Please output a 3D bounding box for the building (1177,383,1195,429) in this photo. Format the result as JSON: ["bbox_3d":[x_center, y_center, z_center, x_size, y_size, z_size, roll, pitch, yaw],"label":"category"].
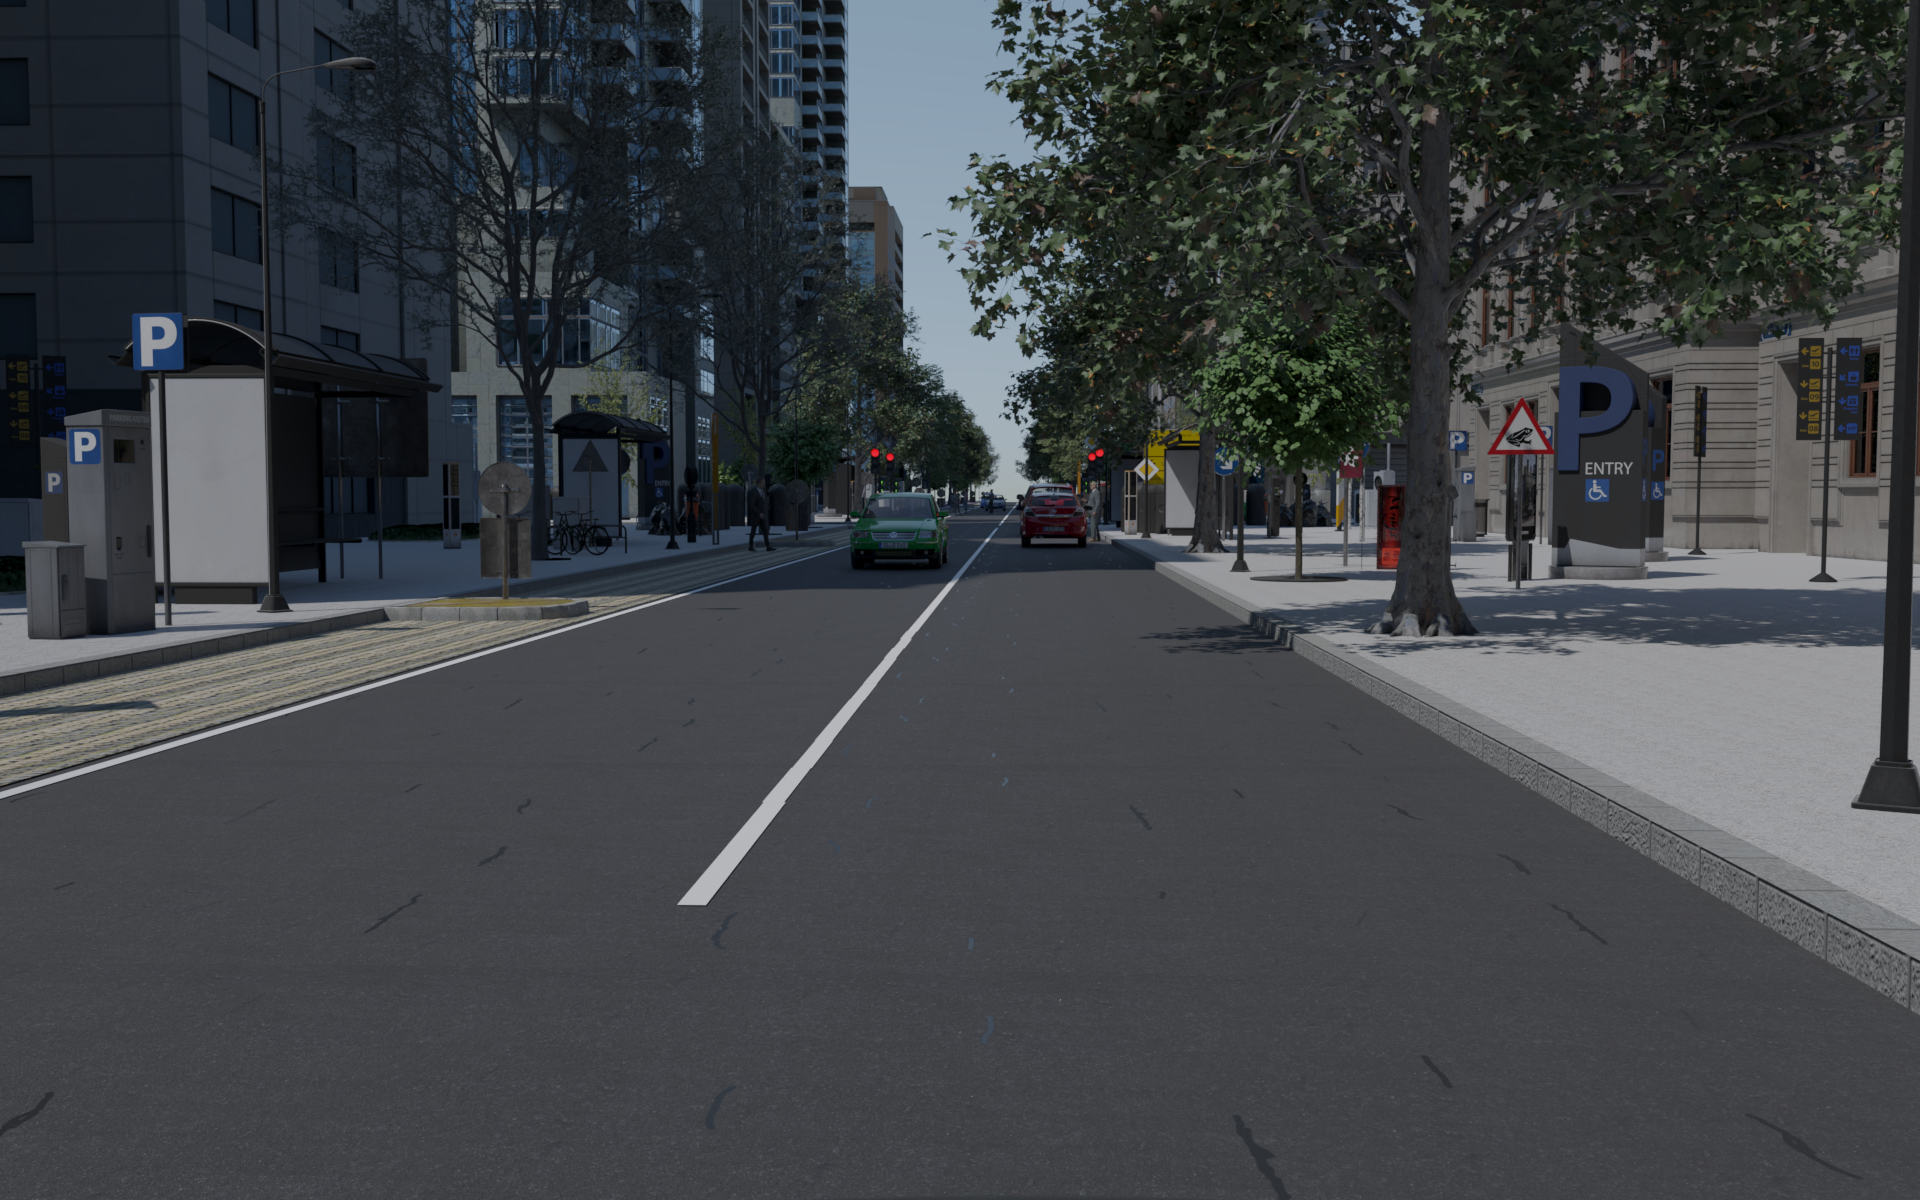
[{"bbox_3d":[28.074,-24.303,169.056,14.160,30.474,14.107,0,4,2],"label":"building"}]

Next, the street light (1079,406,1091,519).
[{"bbox_3d":[5.506,-6.046,71.398,1.470,5.913,1.316,0,4,2],"label":"street light"}]

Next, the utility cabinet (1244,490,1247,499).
[{"bbox_3d":[17.465,-5.801,103.523,1.173,1.500,0.318,1,4,22],"label":"utility cabinet"}]

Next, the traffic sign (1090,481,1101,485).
[{"bbox_3d":[7.870,-6.231,101.879,0.884,2.594,0.081,0,4,5],"label":"traffic sign"}]

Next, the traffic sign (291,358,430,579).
[{"bbox_3d":[-9.073,-1.975,26.162,2.265,3.308,0.079,1,4,12],"label":"traffic sign"}]

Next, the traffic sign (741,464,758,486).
[{"bbox_3d":[-8.836,-4.446,72.802,0.768,2.556,0.104,1,4,9],"label":"traffic sign"}]

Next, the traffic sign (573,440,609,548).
[{"bbox_3d":[-8.854,-2.538,41.506,0.884,2.594,0.081,0,4,5],"label":"traffic sign"}]

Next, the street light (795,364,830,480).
[{"bbox_3d":[-5.321,-5.469,61.967,1.470,5.913,1.316,0,4,2],"label":"street light"}]

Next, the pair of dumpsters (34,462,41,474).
[{"bbox_3d":[-10.614,-1.278,23.385,1.574,2.255,4.437,0,4,2],"label":"pair of dumpsters"}]

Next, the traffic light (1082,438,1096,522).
[{"bbox_3d":[6.030,-5.539,79.477,0.839,4.253,0.868,0,4,2],"label":"traffic light"}]

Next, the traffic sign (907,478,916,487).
[{"bbox_3d":[-3.689,-7.736,126.492,0.884,2.594,0.081,0,4,6],"label":"traffic sign"}]

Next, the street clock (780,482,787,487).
[{"bbox_3d":[-8.406,-4.834,83.613,0.471,2.002,0.358,1,4,13],"label":"street clock"}]

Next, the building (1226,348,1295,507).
[{"bbox_3d":[26.258,-19.824,117.635,14.314,27.812,24.014,0,4,2],"label":"building"}]

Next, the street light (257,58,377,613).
[{"bbox_3d":[-6.905,-2.818,18.619,1.470,5.913,1.316,0,4,2],"label":"street light"}]

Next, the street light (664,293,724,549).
[{"bbox_3d":[-6.148,-4.132,40.100,1.470,5.913,1.316,0,4,2],"label":"street light"}]

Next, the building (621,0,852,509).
[{"bbox_3d":[-22.858,-53.887,193.729,22.319,86.520,31.000,0,4,2],"label":"building"}]

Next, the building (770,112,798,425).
[{"bbox_3d":[-28.991,-29.112,167.863,32.217,40.220,23.993,0,4,2],"label":"building"}]

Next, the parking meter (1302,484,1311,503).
[{"bbox_3d":[17.800,-5.091,88.950,0.399,1.863,0.255,1,4,19],"label":"parking meter"}]

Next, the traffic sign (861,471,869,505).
[{"bbox_3d":[-5.340,-5.969,97.695,0.768,2.556,0.104,0,4,5],"label":"traffic sign"}]

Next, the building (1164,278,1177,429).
[{"bbox_3d":[29.093,-32.574,182.702,14.600,45.320,14.200,0,4,2],"label":"building"}]

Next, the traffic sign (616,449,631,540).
[{"bbox_3d":[-9.504,-2.928,47.982,0.768,2.556,0.104,0,4,6],"label":"traffic sign"}]

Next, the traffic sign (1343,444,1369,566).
[{"bbox_3d":[6.839,-1.868,30.654,0.768,2.556,0.104,0,4,7],"label":"traffic sign"}]

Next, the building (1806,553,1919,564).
[{"bbox_3d":[22.322,-11.728,27.904,11.583,22.565,21.152,0,4,2],"label":"building"}]

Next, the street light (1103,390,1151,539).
[{"bbox_3d":[4.842,-4.732,49.913,1.470,5.913,1.316,0,4,2],"label":"street light"}]

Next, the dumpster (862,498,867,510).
[{"bbox_3d":[-6.471,-7.318,125.408,1.264,1.857,1.865,0,4,2],"label":"dumpster"}]

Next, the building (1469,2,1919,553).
[{"bbox_3d":[22.151,-13.020,49.037,11.583,22.565,21.152,0,4,2],"label":"building"}]

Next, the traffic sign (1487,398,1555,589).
[{"bbox_3d":[7.577,-1.434,23.442,0.884,2.594,0.081,0,4,7],"label":"traffic sign"}]

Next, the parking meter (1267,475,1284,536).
[{"bbox_3d":[9.536,-2.872,52.672,0.255,1.863,0.399,-1,4,-22],"label":"parking meter"}]

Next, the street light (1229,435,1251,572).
[{"bbox_3d":[4.084,-3.418,28.432,1.470,5.913,1.316,0,4,2],"label":"street light"}]

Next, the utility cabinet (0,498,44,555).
[{"bbox_3d":[-14.372,-0.939,26.515,1.020,1.237,0.306,2,4,34],"label":"utility cabinet"}]

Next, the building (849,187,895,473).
[{"bbox_3d":[-16.993,-37.098,256.660,14.600,45.320,14.200,0,4,2],"label":"building"}]

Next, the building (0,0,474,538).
[{"bbox_3d":[-27.793,-37.361,49.101,20.611,71.187,20.563,0,4,2],"label":"building"}]

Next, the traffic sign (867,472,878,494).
[{"bbox_3d":[-4.850,-5.941,97.235,0.768,2.556,0.104,0,4,5],"label":"traffic sign"}]

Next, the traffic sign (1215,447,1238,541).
[{"bbox_3d":[7.173,-2.871,47.055,0.768,2.556,0.104,0,4,4],"label":"traffic sign"}]

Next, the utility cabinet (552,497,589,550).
[{"bbox_3d":[-8.965,-1.758,39.909,1.020,1.237,0.306,3,5,41],"label":"utility cabinet"}]

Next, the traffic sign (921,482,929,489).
[{"bbox_3d":[-2.857,-8.540,141.759,0.606,2.300,0.079,1,4,8],"label":"traffic sign"}]

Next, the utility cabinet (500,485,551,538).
[{"bbox_3d":[-10.694,-2.075,42.605,1.173,1.500,0.318,-2,4,-33],"label":"utility cabinet"}]

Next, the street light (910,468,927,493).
[{"bbox_3d":[-3.034,-9.218,123.253,1.470,5.913,1.316,0,4,2],"label":"street light"}]

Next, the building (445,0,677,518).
[{"bbox_3d":[-27.058,-48.438,104.639,22.319,86.520,31.000,0,4,2],"label":"building"}]

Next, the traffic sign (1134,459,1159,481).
[{"bbox_3d":[5.777,-3.212,53.709,0.795,2.450,0.064,0,4,3],"label":"traffic sign"}]

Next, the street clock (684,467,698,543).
[{"bbox_3d":[-7.082,-2.514,45.668,0.358,2.002,0.471,-2,4,-29],"label":"street clock"}]

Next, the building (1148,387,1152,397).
[{"bbox_3d":[32.251,-36.073,273.389,14.154,41.232,14.086,0,4,2],"label":"building"}]

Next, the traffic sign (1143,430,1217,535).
[{"bbox_3d":[6.824,-3.669,53.853,2.265,3.308,0.079,0,4,6],"label":"traffic sign"}]

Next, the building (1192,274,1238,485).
[{"bbox_3d":[26.295,-18.350,141.820,13.314,21.916,24.055,0,4,2],"label":"building"}]

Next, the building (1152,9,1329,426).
[{"bbox_3d":[33.205,-40.479,203.832,21.231,58.520,28.212,0,4,2],"label":"building"}]

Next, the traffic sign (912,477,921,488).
[{"bbox_3d":[-3.267,-7.905,129.349,0.768,2.556,0.104,0,4,7],"label":"traffic sign"}]

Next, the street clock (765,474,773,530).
[{"bbox_3d":[-6.881,-3.484,61.533,0.358,2.002,0.471,2,4,30],"label":"street clock"}]

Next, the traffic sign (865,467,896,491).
[{"bbox_3d":[-5.681,-7.953,123.911,2.265,3.308,0.079,1,4,11],"label":"traffic sign"}]

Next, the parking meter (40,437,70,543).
[{"bbox_3d":[-9.229,-0.745,17.885,0.399,1.863,0.255,1,4,18],"label":"parking meter"}]

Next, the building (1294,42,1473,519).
[{"bbox_3d":[29.402,-16.937,94.949,19.932,24.808,12.078,0,4,2],"label":"building"}]

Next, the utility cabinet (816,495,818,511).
[{"bbox_3d":[-10.612,-7.101,127.261,0.306,1.237,1.020,0,4,-2],"label":"utility cabinet"}]

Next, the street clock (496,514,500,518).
[{"bbox_3d":[-15.692,-3.330,59.021,0.471,2.002,0.358,-3,4,-38],"label":"street clock"}]

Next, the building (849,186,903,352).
[{"bbox_3d":[-20.351,-39.848,275.220,21.300,48.544,21.600,0,4,2],"label":"building"}]

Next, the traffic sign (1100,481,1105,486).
[{"bbox_3d":[8.410,-6.256,102.387,0.768,2.556,0.104,1,4,8],"label":"traffic sign"}]

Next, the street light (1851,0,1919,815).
[{"bbox_3d":[3.284,-2.105,6.952,1.470,5.913,1.316,0,4,2],"label":"street light"}]

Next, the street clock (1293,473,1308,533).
[{"bbox_3d":[11.126,-3.187,56.684,0.471,2.002,0.358,0,4,6],"label":"street clock"}]

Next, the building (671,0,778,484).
[{"bbox_3d":[-23.843,-42.844,138.753,20.563,71.187,20.611,0,4,2],"label":"building"}]
